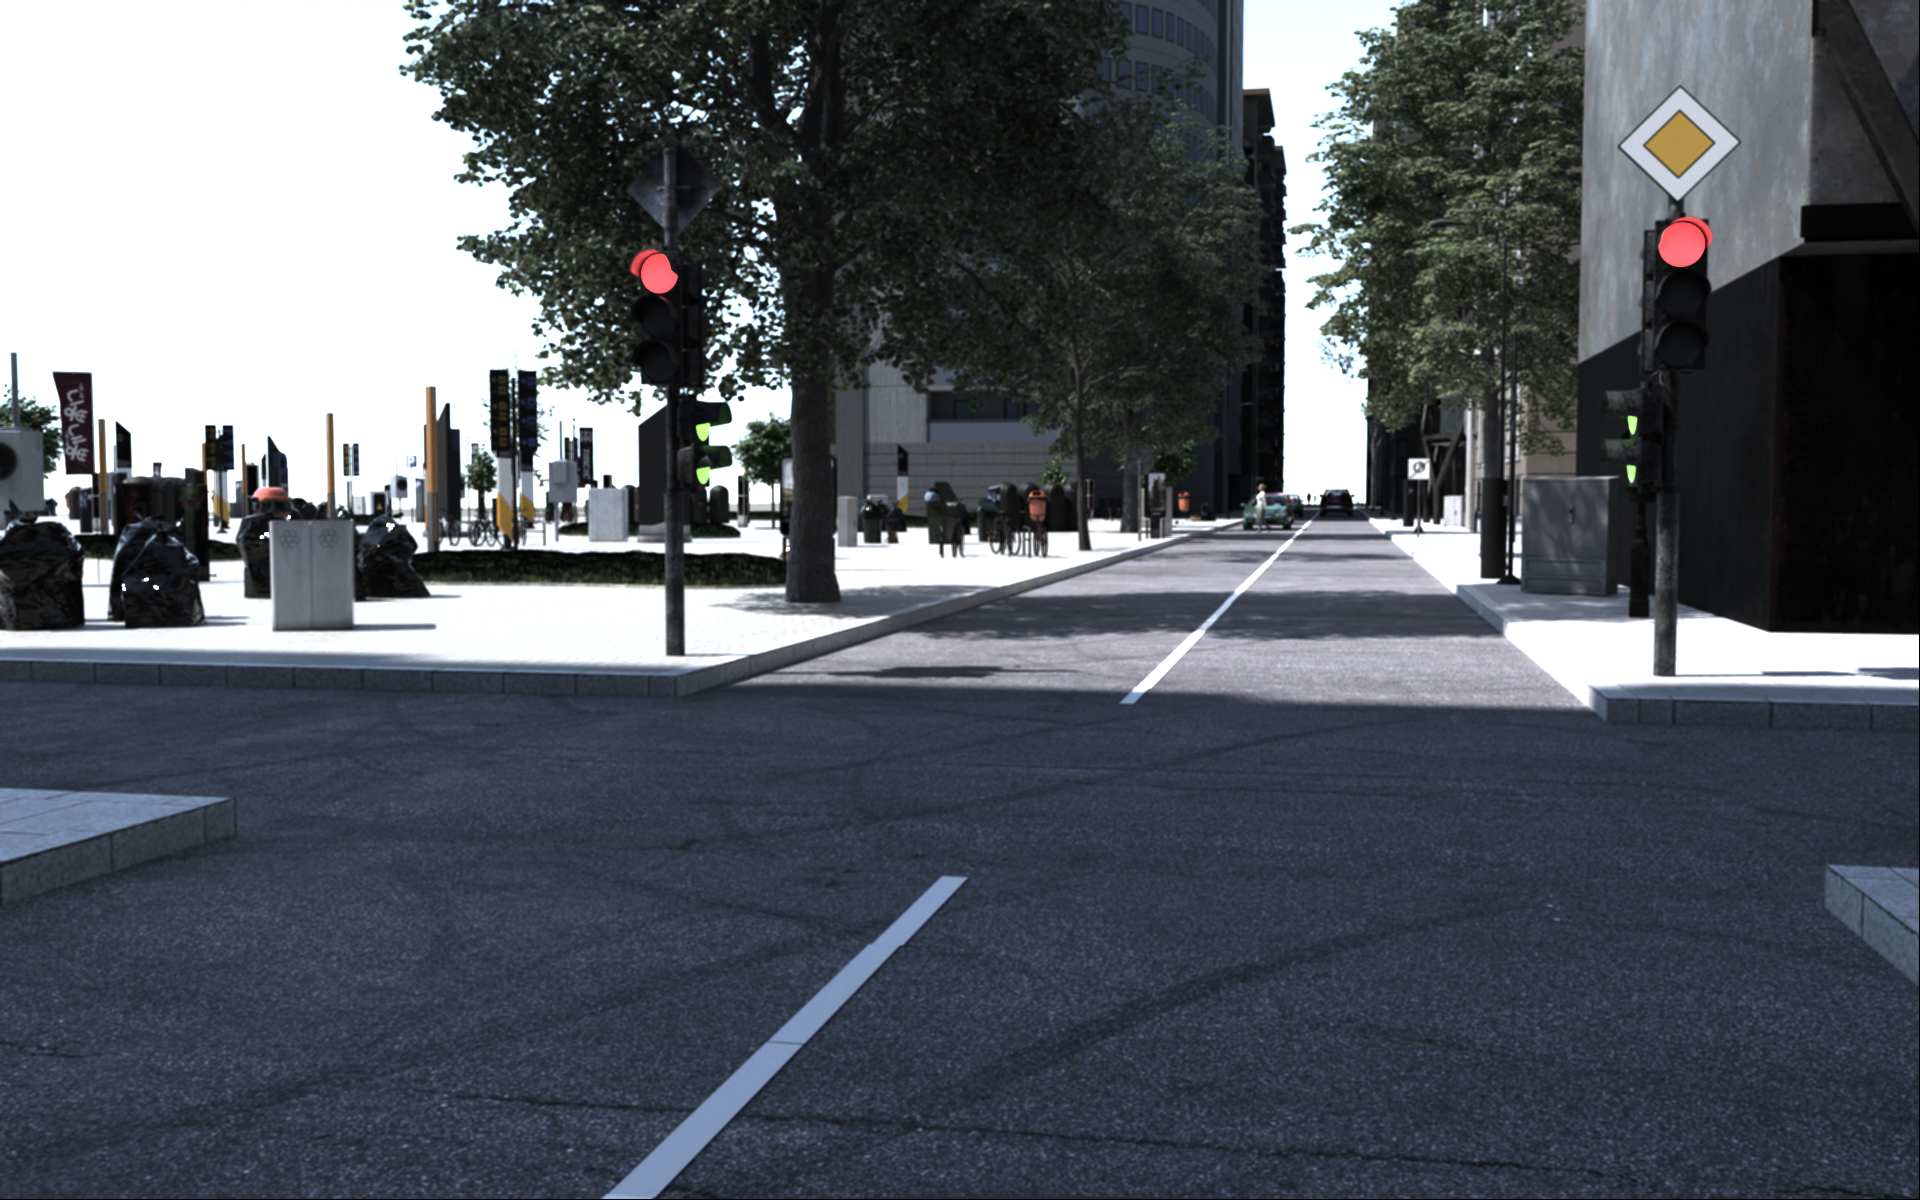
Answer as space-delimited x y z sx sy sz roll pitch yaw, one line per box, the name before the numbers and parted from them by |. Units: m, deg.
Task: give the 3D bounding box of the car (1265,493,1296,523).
car | 15.219 -4.583 83.966 2.155 1.783 4.494 1 4 14

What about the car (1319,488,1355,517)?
car | 24.354 -6.316 111.947 2.281 1.827 5.304 1 4 13

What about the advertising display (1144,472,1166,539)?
advertising display | 5.648 -2.744 50.084 0.123 1.923 0.974 3 5 40

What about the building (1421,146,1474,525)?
building | 28.489 -12.662 74.474 16.820 18.784 16.811 1 4 12

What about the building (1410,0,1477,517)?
building | 37.369 -27.135 98.275 22.147 44.769 28.867 1 4 12

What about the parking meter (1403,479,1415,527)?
parking meter | 17.598 -3.802 67.870 0.399 1.863 0.255 -1 4 -20

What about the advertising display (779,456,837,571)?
advertising display | -2.548 -1.462 29.113 0.974 1.923 0.123 1 4 11

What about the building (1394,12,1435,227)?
building | 44.400 -28.479 149.232 14.154 41.232 14.086 1 4 12

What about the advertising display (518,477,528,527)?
advertising display | -16.634 -3.742 66.395 0.123 1.923 0.974 -3 5 -41

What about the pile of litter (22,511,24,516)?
pile of litter | -40.123 -3.635 73.397 1.719 0.858 1.176 -3 5 -42

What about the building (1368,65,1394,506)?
building | 55.151 -34.391 185.988 21.300 48.544 21.600 1 4 12

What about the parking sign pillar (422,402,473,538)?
parking sign pillar | -15.309 -3.861 51.600 1.447 3.967 1.447 -3 4 -36

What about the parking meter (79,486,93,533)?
parking meter | -28.795 -2.975 57.051 0.372 1.533 0.369 0 3 0

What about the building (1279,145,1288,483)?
building | 29.020 -34.260 214.771 22.147 44.769 28.867 1 4 12

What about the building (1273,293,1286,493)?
building | 36.828 -28.365 235.462 14.160 30.474 14.107 1 4 12

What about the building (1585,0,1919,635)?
building | 16.755 -9.253 18.745 16.811 18.784 16.820 1 4 12

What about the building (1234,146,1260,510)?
building | 19.007 -23.336 153.242 14.160 30.474 14.107 1 4 12

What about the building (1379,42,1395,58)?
building | 64.516 -41.722 224.158 21.231 58.520 28.212 1 4 12

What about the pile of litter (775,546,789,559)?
pile of litter | -3.135 -1.247 34.349 1.176 0.858 1.719 1 4 20

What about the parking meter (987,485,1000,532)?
parking meter | 0.970 -2.517 49.559 0.372 1.533 0.369 0 3 0

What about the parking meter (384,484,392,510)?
parking meter | -31.951 -5.566 96.711 0.399 1.863 0.255 -3 4 -36

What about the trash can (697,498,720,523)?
trash can | -8.316 -2.787 57.219 0.748 1.137 0.748 0 3 0

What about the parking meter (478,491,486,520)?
parking meter | -24.047 -4.810 87.058 0.372 1.533 0.369 0 3 0

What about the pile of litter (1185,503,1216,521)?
pile of litter | 11.454 -4.185 82.386 1.719 0.858 1.176 -1 4 -14

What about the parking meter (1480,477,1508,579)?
parking meter | 8.104 -1.093 26.277 0.372 1.533 0.369 0 3 0

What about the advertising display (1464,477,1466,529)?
advertising display | 19.024 -3.591 63.919 0.123 1.923 0.974 -2 4 -35

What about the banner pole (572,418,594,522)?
banner pole | -12.419 -4.088 56.862 0.863 3.779 0.401 -1 4 -17

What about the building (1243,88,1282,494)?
building | 22.296 -32.499 185.978 22.147 44.769 28.867 1 4 12

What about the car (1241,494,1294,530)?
car | 12.507 -3.583 70.381 2.131 1.459 4.920 1 4 12

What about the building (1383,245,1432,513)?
building | 45.823 -17.280 127.572 27.650 21.520 28.899 1 4 12

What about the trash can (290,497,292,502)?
trash can | -35.030 -4.788 89.940 0.748 1.137 0.748 0 3 0

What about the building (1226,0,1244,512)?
building | 12.899 -29.006 124.359 14.600 45.320 14.200 1 4 12

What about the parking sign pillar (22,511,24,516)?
parking sign pillar | -44.058 -5.646 80.781 1.447 3.967 1.447 3 4 38

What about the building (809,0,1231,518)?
building | 4.651 -34.324 103.194 21.231 58.520 28.212 1 4 12

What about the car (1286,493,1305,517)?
car | 20.468 -6.058 107.851 1.959 1.807 4.718 1 4 11

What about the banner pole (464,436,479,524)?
banner pole | -20.934 -5.160 74.386 0.863 3.779 0.401 2 4 27

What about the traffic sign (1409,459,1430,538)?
traffic sign | 13.300 -2.941 50.212 0.606 2.300 0.079 1 4 18

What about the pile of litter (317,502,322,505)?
pile of litter | -34.880 -4.907 94.194 1.719 0.858 1.176 2 4 33

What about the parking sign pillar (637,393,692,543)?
parking sign pillar | -7.849 -3.514 45.934 1.447 3.967 1.447 1 4 12

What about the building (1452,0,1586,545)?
building | 22.180 -16.188 50.584 13.634 28.700 20.117 1 4 12

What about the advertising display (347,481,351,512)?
advertising display | -29.540 -4.806 83.786 0.123 1.923 0.974 -1 4 -13

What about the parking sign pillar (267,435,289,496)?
parking sign pillar | -31.562 -5.610 80.194 1.447 3.967 1.447 0 4 2

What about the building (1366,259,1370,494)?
building | 55.480 -26.524 205.361 14.160 30.474 14.107 1 4 12

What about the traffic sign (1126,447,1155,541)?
traffic sign | 4.881 -2.867 46.974 0.768 2.556 0.104 1 4 16

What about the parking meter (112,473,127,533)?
parking meter | -23.147 -2.570 47.734 0.399 1.863 0.255 3 4 36

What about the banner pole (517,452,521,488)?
banner pole | -23.027 -6.199 91.365 0.401 3.779 0.863 3 5 41

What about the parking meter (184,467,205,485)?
parking meter | -16.650 -1.958 37.732 0.399 1.863 0.255 2 4 28
